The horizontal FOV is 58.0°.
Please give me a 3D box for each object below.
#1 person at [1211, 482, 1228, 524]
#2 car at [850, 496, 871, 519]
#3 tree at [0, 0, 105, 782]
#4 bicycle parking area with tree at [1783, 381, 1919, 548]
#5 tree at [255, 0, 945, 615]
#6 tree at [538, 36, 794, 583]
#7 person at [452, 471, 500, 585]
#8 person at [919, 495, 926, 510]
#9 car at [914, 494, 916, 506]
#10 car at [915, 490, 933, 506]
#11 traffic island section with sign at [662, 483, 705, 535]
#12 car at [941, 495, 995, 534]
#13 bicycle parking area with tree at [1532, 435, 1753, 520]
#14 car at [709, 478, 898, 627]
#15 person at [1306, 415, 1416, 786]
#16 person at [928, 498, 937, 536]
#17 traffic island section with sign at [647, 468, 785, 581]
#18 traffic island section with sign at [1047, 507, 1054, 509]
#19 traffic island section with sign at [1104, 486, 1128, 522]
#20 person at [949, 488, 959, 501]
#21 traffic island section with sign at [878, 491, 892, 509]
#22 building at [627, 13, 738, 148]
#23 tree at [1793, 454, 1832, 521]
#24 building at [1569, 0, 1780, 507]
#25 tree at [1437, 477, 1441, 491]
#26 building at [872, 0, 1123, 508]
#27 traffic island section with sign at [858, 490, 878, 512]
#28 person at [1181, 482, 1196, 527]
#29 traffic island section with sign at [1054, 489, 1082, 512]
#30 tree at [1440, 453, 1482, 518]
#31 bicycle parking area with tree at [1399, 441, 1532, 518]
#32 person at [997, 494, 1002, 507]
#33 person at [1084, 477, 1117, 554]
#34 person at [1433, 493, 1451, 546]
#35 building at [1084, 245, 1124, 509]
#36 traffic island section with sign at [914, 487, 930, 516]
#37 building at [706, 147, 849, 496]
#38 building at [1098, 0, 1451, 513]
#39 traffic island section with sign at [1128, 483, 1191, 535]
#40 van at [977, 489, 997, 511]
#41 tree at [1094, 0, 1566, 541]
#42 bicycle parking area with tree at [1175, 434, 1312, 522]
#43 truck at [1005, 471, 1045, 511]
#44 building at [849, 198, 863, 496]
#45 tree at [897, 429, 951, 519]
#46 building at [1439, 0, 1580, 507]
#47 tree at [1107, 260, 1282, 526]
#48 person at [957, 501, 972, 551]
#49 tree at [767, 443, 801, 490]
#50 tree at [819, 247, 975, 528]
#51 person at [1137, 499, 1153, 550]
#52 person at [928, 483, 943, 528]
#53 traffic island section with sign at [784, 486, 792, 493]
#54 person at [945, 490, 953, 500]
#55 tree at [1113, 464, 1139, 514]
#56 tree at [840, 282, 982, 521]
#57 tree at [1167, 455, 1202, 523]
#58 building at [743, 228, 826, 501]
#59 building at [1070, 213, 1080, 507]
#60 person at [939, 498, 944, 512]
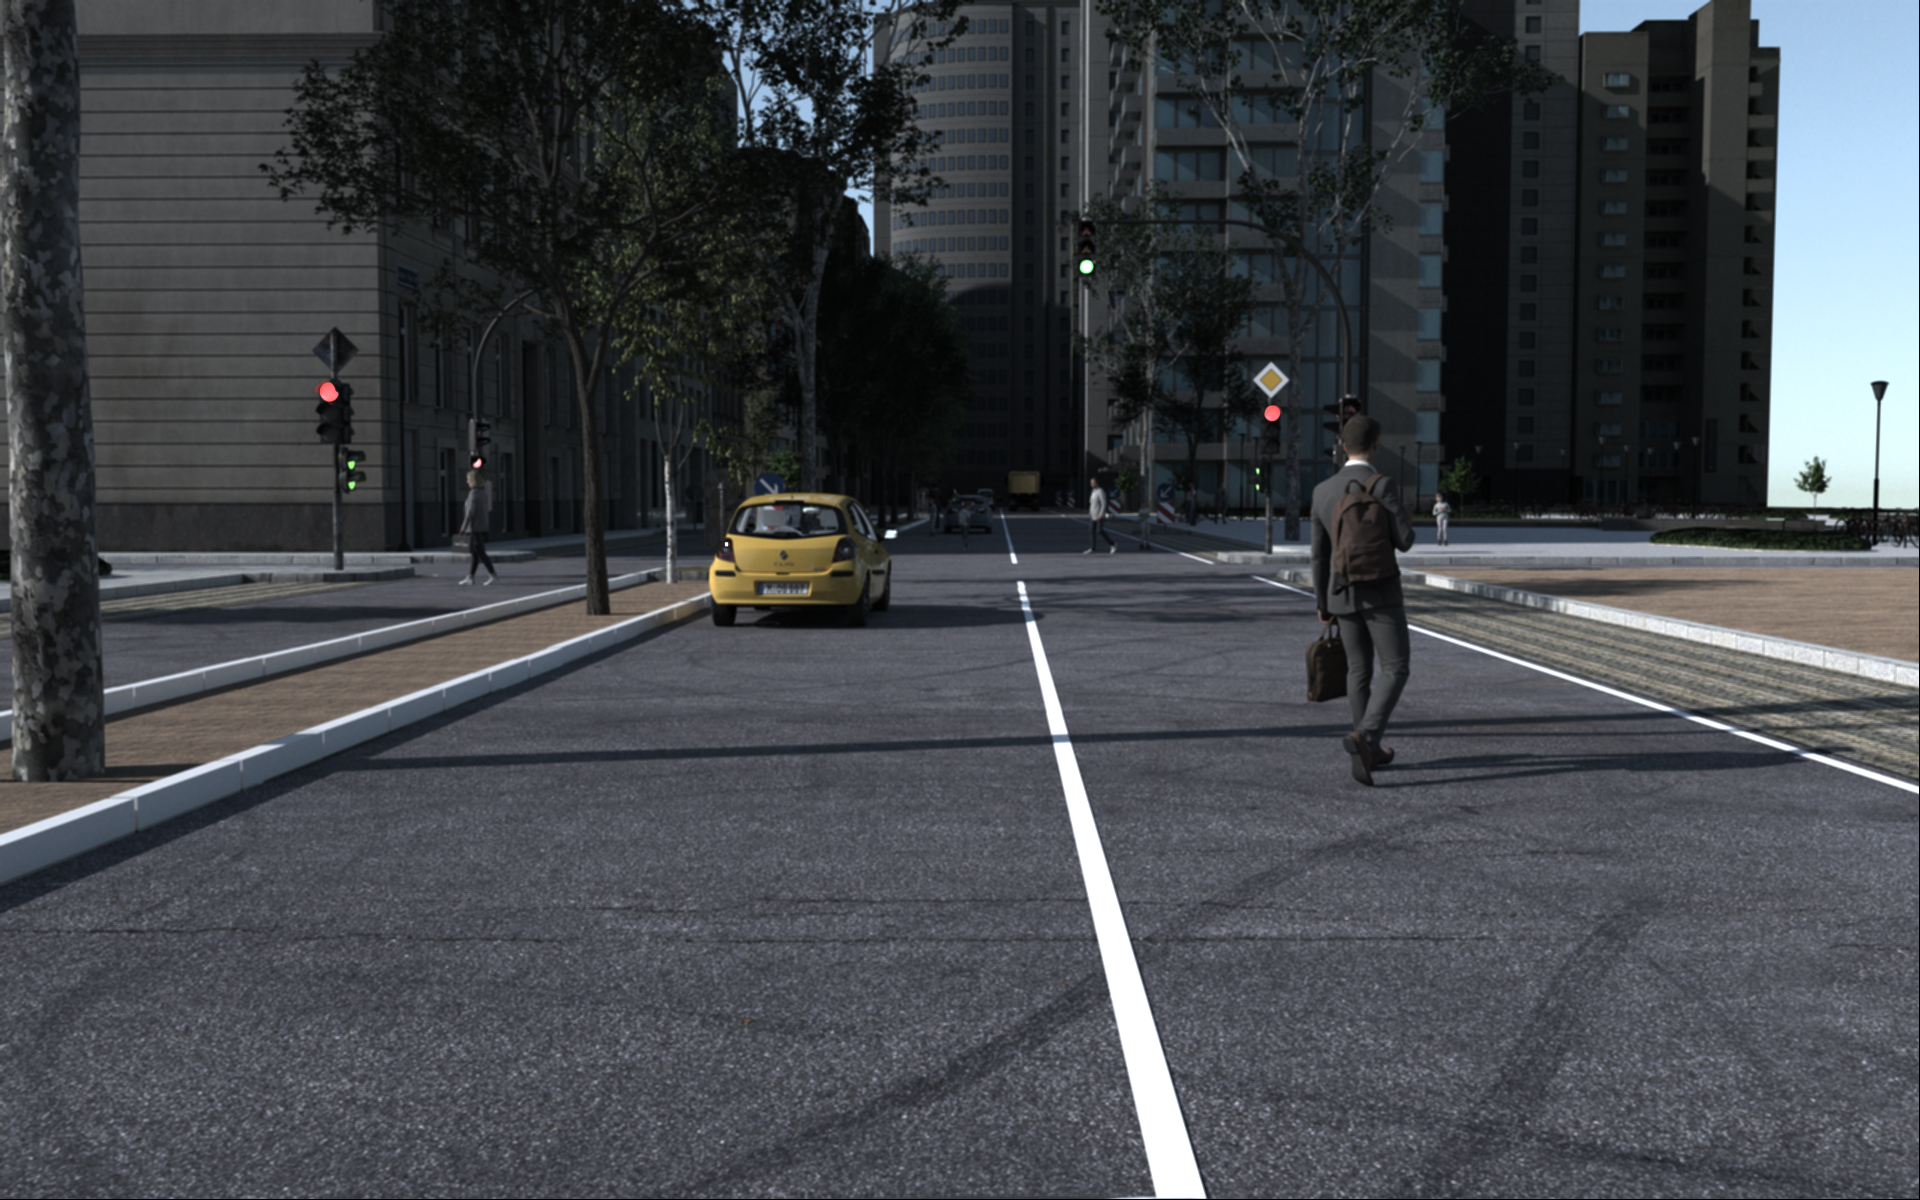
[{"bbox_3d":[11.289,-4.210,74.982,0.694,1.812,0.767,-1,4,-16],"label":"person"},{"bbox_3d":[-5.348,-4.399,84.501,1.945,1.354,3.894,0,4,2],"label":"car"},{"bbox_3d":[-5.768,-9.218,9.059,12.611,20.169,13.585,0,3,0],"label":"tree"},{"bbox_3d":[25.937,-3.486,43.999,8.231,4.147,9.016,1,4,13],"label":"bicycle parking area with tree"},{"bbox_3d":[-4.242,-5.114,20.484,8.767,10.594,7.601,0,4,1],"label":"tree"},{"bbox_3d":[-4.564,-4.547,27.170,4.737,8.622,4.395,0,3,0],"label":"tree"},{"bbox_3d":[-7.617,-1.135,27.244,0.728,1.800,0.709,1,4,10],"label":"person"},{"bbox_3d":[-3.256,-8.682,151.173,0.721,1.735,1.217,3,4,37],"label":"person"},{"bbox_3d":[-4.345,-10.571,182.627,2.009,1.686,4.222,0,4,0],"label":"car"},{"bbox_3d":[-3.360,-10.118,174.099,2.281,1.827,5.304,0,4,2],"label":"car"},{"bbox_3d":[-9.492,-3.254,61.834,1.989,1.847,2.006,0,4,1],"label":"traffic island section with sign"},{"bbox_3d":[0.304,-3.181,64.008,2.014,1.417,4.499,0,4,1],"label":"car"},{"bbox_3d":[33.719,-5.973,84.653,8.231,4.147,9.016,0,3,0],"label":"bicycle parking area with tree"},{"bbox_3d":[-1.771,-0.609,20.173,2.015,1.641,3.980,0,4,3],"label":"car"},{"bbox_3d":[2.032,-0.020,8.789,0.622,1.834,0.822,3,4,38],"label":"person"},{"bbox_3d":[-0.950,-2.829,59.036,0.394,1.301,0.425,-3,5,-44],"label":"person"},{"bbox_3d":[-4.122,-1.298,29.358,2.006,1.907,1.989,0,4,1],"label":"traffic island section with sign"},{"bbox_3d":[9.341,-9.619,165.899,1.989,1.847,2.006,0,4,1],"label":"traffic island section with sign"},{"bbox_3d":[7.707,-4.880,88.422,1.989,1.847,2.006,0,4,1],"label":"traffic island section with sign"},{"bbox_3d":[-0.291,-6.431,113.749,0.705,1.812,1.348,2,4,34],"label":"person"},{"bbox_3d":[-7.266,-9.664,166.637,1.989,1.847,2.006,0,4,1],"label":"traffic island section with sign"},{"bbox_3d":[-34.595,-33.827,176.774,21.600,48.544,21.300,0,4,1],"label":"building"},{"bbox_3d":[40.335,-5.312,81.454,1.663,3.219,1.824,0,3,0],"label":"tree"},{"bbox_3d":[69.953,-33.750,175.507,21.600,48.544,21.300,0,4,1],"label":"building"},{"bbox_3d":[30.691,-7.013,109.265,1.663,3.219,1.824,0,3,0],"label":"tree"},{"bbox_3d":[4.062,-40.584,205.542,28.212,58.520,21.231,0,4,1],"label":"building"},{"bbox_3d":[-7.848,-7.994,139.322,1.989,1.847,2.006,0,4,1],"label":"traffic island section with sign"},{"bbox_3d":[9.027,-3.771,68.289,0.593,1.750,0.643,2,4,27],"label":"person"},{"bbox_3d":[8.766,-7.966,138.877,1.989,1.847,2.006,0,4,1],"label":"traffic island section with sign"},{"bbox_3d":[23.722,-5.306,81.359,1.663,3.219,1.824,0,3,0],"label":"tree"},{"bbox_3d":[28.666,-7.103,103.136,9.016,4.147,8.231,-2,4,-29],"label":"bicycle parking area with tree"},{"bbox_3d":[4.224,-10.591,184.897,0.421,1.427,0.697,-2,4,-25],"label":"person"},{"bbox_3d":[3.367,-2.037,41.645,0.795,1.843,0.661,-1,4,-21],"label":"person"},{"bbox_3d":[12.023,-2.007,43.141,0.425,1.301,0.394,0,4,-5],"label":"person"},{"bbox_3d":[21.448,-37.669,157.881,21.231,58.520,28.212,0,4,1],"label":"building"},{"bbox_3d":[-2.371,-6.346,111.885,2.006,1.907,1.989,0,4,1],"label":"traffic island section with sign"},{"bbox_3d":[-17.490,-23.029,148.226,14.160,30.474,14.107,0,4,1],"label":"building"},{"bbox_3d":[22.779,-31.147,128.856,23.786,49.044,30.456,0,4,1],"label":"building"},{"bbox_3d":[7.123,-3.232,61.473,1.989,1.847,2.006,0,4,1],"label":"traffic island section with sign"},{"bbox_3d":[2.192,-8.659,148.592,2.013,2.044,4.112,0,4,1],"label":"van"},{"bbox_3d":[10.517,-11.663,46.571,12.611,20.169,13.585,0,3,0],"label":"tree"},{"bbox_3d":[14.271,-5.972,84.642,9.016,4.147,8.231,2,4,30],"label":"bicycle parking area with tree"},{"bbox_3d":[5.433,-9.194,146.248,3.469,3.379,9.791,0,4,2],"label":"truck"},{"bbox_3d":[-16.958,-23.890,162.299,14.160,30.474,14.107,0,4,1],"label":"building"},{"bbox_3d":[-2.400,-8.917,98.612,4.737,8.622,4.395,0,3,0],"label":"tree"},{"bbox_3d":[48.857,-45.091,175.493,20.611,71.187,20.563,0,4,1],"label":"building"},{"bbox_3d":[9.194,-8.289,69.930,7.601,10.594,8.767,-3,4,-38],"label":"tree"},{"bbox_3d":[0.121,-1.885,44.010,0.352,1.250,0.332,-1,4,-17],"label":"person"},{"bbox_3d":[-10.888,-7.733,110.147,4.285,4.588,4.351,0,3,0],"label":"tree"},{"bbox_3d":[-3.164,-8.792,71.954,9.928,11.665,9.643,0,3,0],"label":"tree"},{"bbox_3d":[4.775,-1.945,44.576,0.394,1.301,0.425,3,4,37],"label":"person"},{"bbox_3d":[-1.055,-3.971,72.782,0.474,1.900,0.648,2,4,27],"label":"person"},{"bbox_3d":[-8.915,-4.902,88.783,1.989,1.847,2.006,0,4,1],"label":"traffic island section with sign"},{"bbox_3d":[-0.901,-10.048,172.927,1.348,1.807,0.705,-2,4,-34],"label":"person"},{"bbox_3d":[10.933,-7.255,113.212,1.663,3.219,1.824,0,3,0],"label":"tree"},{"bbox_3d":[-2.716,-10.502,92.297,7.486,12.596,7.792,0,3,0],"label":"tree"},{"bbox_3d":[10.453,-5.132,78.515,1.663,3.219,1.824,0,3,0],"label":"tree"},{"bbox_3d":[-25.115,-17.257,127.193,27.650,21.520,28.899,0,4,1],"label":"building"},{"bbox_3d":[18.444,-24.968,179.926,14.160,30.474,14.107,0,4,1],"label":"building"},{"bbox_3d":[-1.783,-7.862,137.589,0.990,1.755,0.434,-1,4,-10],"label":"person"}]
